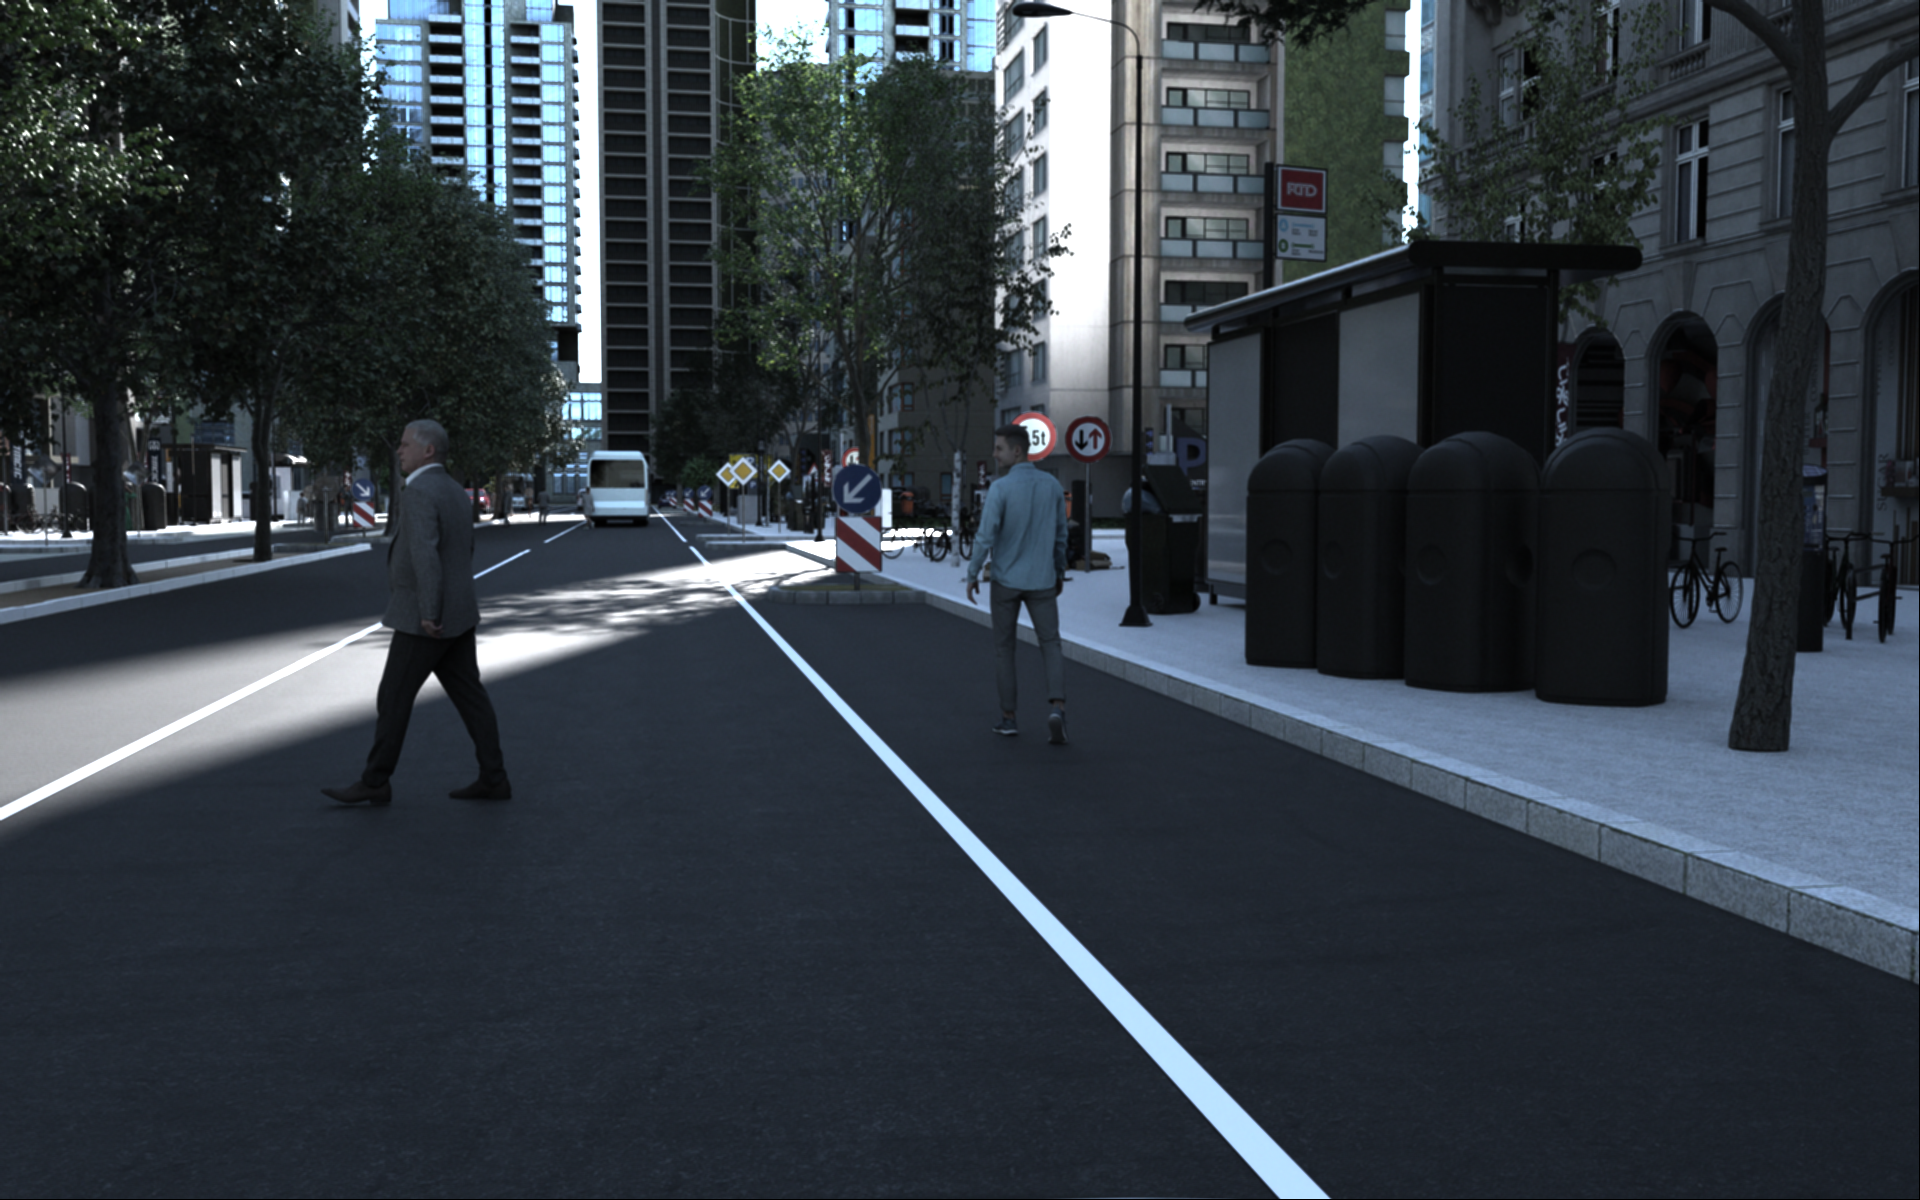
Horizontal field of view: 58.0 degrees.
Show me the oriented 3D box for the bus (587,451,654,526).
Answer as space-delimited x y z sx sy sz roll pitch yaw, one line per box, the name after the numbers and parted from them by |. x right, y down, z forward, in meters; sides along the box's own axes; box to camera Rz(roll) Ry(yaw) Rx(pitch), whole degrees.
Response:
-15.770 -5.247 80.644 2.948 3.499 13.247 -1 4 -10 | bus

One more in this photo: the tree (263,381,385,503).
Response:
-34.675 -9.835 95.217 7.601 10.594 8.767 0 4 -1 | tree

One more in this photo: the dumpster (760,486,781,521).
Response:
-9.035 -4.654 81.845 1.264 1.857 1.865 -1 4 -10 | dumpster

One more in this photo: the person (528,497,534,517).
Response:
-26.415 -5.713 106.575 0.373 1.253 0.362 0 4 -4 | person

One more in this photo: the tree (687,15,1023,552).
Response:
-2.223 -6.884 38.312 9.928 11.665 9.643 0 3 0 | tree

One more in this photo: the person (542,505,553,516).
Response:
-27.336 -6.161 114.727 0.738 1.151 1.012 1 4 20 | person

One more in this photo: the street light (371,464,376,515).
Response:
-35.895 -8.243 107.309 1.470 5.913 1.316 -1 4 -10 | street light

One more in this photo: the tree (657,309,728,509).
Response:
-6.135 -7.846 62.690 8.767 10.594 7.601 -1 4 -14 | tree

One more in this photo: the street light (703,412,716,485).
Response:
-13.812 -7.670 97.947 1.470 5.913 1.316 -1 4 -10 | street light

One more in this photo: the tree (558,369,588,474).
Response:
-25.383 -10.739 95.050 9.611 12.733 9.660 0 3 0 | tree

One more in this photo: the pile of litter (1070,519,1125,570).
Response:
2.057 -0.948 29.464 1.719 0.858 1.176 -1 4 -18 | pile of litter

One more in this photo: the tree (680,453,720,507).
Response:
-20.622 -9.487 138.833 4.285 4.588 4.351 0 3 0 | tree

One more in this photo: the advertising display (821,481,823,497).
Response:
-6.801 -4.604 80.488 0.974 1.923 0.123 2 4 28 | advertising display

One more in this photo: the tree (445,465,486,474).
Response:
-47.714 -14.125 165.351 8.767 10.594 7.601 0 4 -1 | tree

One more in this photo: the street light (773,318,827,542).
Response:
-4.275 -4.491 45.969 1.470 5.913 1.316 -1 4 -10 | street light

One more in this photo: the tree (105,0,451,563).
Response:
-14.577 -6.598 36.089 9.928 11.665 9.643 0 3 0 | tree

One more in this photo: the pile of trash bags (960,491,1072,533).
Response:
2.025 -2.844 56.251 3.447 1.369 1.912 -1 4 -17 | pile of trash bags

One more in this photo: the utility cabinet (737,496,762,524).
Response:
-8.999 -3.842 73.981 1.020 1.237 0.306 -2 4 -25 | utility cabinet

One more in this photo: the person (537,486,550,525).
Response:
-19.281 -4.375 80.223 0.606 1.804 0.583 -1 4 -14 | person

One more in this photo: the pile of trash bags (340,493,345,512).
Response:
-44.703 -6.880 122.242 1.912 1.369 3.447 3 4 37 | pile of trash bags

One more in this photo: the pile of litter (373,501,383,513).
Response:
-39.934 -6.325 117.371 1.719 0.858 1.176 -2 4 -33 | pile of litter

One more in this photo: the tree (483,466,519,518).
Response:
-28.181 -9.496 108.086 4.360 8.622 3.978 0 3 0 | tree

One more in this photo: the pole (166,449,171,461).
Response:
-34.657 -5.019 75.901 0.158 3.312 0.155 0 3 0 | pole

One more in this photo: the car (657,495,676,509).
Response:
-28.117 -9.401 166.284 1.945 1.354 3.894 -1 4 -10 | car

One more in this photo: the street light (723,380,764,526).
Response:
-8.601 -5.920 69.335 1.470 5.913 1.316 -1 4 -10 | street light

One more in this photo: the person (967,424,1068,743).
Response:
0.361 -0.108 10.132 0.638 1.841 0.748 -1 4 -12 | person

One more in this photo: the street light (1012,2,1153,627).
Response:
1.181 -2.696 16.620 1.470 5.913 1.316 -1 4 -10 | street light

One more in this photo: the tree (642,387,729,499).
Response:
-31.258 -17.895 199.243 9.857 13.997 8.962 0 3 0 | tree

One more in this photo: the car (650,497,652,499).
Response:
-31.331 -9.831 169.768 2.155 1.783 4.494 -1 4 -10 | car

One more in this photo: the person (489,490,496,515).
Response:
-31.150 -6.513 115.322 0.374 1.781 0.599 -3 5 -44 | person

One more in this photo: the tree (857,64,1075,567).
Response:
-0.049 -4.907 30.597 4.360 8.622 3.978 0 3 0 | tree

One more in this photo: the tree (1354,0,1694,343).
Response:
7.924 -4.497 23.893 4.737 8.622 4.395 0 3 0 | tree

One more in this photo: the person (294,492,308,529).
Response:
-27.118 -3.681 71.281 0.523 1.515 0.503 2 4 26 | person

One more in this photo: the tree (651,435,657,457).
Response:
-16.174 -11.292 119.043 8.767 10.594 7.601 1 4 9 | tree

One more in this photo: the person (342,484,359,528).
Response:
-25.398 -3.904 72.132 0.655 1.846 0.447 -2 4 -27 | person

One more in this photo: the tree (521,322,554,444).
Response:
-23.855 -9.611 85.347 9.928 11.665 9.643 0 3 0 | tree

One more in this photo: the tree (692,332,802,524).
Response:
-8.284 -7.500 72.985 4.360 8.622 3.978 0 3 0 | tree

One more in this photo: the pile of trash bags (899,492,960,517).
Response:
-1.157 -3.664 69.654 3.447 1.369 1.912 3 5 44 | pile of trash bags

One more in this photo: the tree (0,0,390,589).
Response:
-13.051 -6.535 26.320 9.611 12.733 9.660 0 3 0 | tree

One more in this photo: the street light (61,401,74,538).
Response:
-25.344 -4.744 50.108 1.470 5.913 1.316 -1 4 -10 | street light

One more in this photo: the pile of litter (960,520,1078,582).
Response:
0.820 -0.707 25.525 1.719 0.858 1.176 0 4 2 | pile of litter

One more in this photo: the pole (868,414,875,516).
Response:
-2.266 -3.084 44.266 0.158 3.312 0.155 0 3 0 | pole

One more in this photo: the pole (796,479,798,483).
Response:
-8.217 -5.750 87.859 0.158 3.312 0.155 0 3 0 | pole

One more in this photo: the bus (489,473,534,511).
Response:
-38.276 -9.391 148.395 2.948 3.499 13.247 -1 4 -10 | bus

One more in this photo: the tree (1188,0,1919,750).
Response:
4.339 -4.517 8.264 7.601 10.594 8.767 1 4 21 | tree

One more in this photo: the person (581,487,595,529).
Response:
-15.185 -3.769 70.876 0.760 1.731 0.466 3 4 37 | person

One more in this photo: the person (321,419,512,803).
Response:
-2.527 0.052 8.050 0.834 1.777 0.661 0 4 -5 | person

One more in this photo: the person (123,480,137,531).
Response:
-19.641 -1.944 40.538 0.600 1.795 0.529 0 4 -4 | person

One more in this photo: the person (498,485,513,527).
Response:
-19.565 -4.034 74.551 0.694 1.812 0.767 2 4 31 | person

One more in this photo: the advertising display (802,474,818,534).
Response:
-4.908 -3.115 56.147 0.123 1.923 0.974 -2 4 -23 | advertising display

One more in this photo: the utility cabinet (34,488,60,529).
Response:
-33.184 -3.316 62.896 1.173 1.500 0.318 -1 4 -21 | utility cabinet

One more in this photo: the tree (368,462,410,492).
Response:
-40.704 -8.609 124.474 4.285 4.588 4.351 0 3 0 | tree

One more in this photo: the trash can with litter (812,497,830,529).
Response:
-5.296 -3.177 63.330 0.624 1.170 1.055 3 4 37 | trash can with litter

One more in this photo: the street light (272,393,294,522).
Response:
-30.606 -6.494 78.711 1.470 5.913 1.316 -1 4 -10 | street light

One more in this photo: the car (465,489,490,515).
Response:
-34.463 -6.983 122.844 2.281 1.827 5.304 -1 4 -12 | car

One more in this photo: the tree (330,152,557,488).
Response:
-20.229 -9.554 65.314 9.857 13.997 8.962 0 3 0 | tree

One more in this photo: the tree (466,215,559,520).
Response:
-18.232 -8.327 55.617 9.611 12.733 9.660 0 3 0 | tree

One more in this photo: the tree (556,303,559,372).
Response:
-21.886 -10.153 75.115 9.857 13.997 8.962 0 3 0 | tree

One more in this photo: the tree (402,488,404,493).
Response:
-42.616 -8.491 133.427 1.663 3.219 1.824 0 3 0 | tree
